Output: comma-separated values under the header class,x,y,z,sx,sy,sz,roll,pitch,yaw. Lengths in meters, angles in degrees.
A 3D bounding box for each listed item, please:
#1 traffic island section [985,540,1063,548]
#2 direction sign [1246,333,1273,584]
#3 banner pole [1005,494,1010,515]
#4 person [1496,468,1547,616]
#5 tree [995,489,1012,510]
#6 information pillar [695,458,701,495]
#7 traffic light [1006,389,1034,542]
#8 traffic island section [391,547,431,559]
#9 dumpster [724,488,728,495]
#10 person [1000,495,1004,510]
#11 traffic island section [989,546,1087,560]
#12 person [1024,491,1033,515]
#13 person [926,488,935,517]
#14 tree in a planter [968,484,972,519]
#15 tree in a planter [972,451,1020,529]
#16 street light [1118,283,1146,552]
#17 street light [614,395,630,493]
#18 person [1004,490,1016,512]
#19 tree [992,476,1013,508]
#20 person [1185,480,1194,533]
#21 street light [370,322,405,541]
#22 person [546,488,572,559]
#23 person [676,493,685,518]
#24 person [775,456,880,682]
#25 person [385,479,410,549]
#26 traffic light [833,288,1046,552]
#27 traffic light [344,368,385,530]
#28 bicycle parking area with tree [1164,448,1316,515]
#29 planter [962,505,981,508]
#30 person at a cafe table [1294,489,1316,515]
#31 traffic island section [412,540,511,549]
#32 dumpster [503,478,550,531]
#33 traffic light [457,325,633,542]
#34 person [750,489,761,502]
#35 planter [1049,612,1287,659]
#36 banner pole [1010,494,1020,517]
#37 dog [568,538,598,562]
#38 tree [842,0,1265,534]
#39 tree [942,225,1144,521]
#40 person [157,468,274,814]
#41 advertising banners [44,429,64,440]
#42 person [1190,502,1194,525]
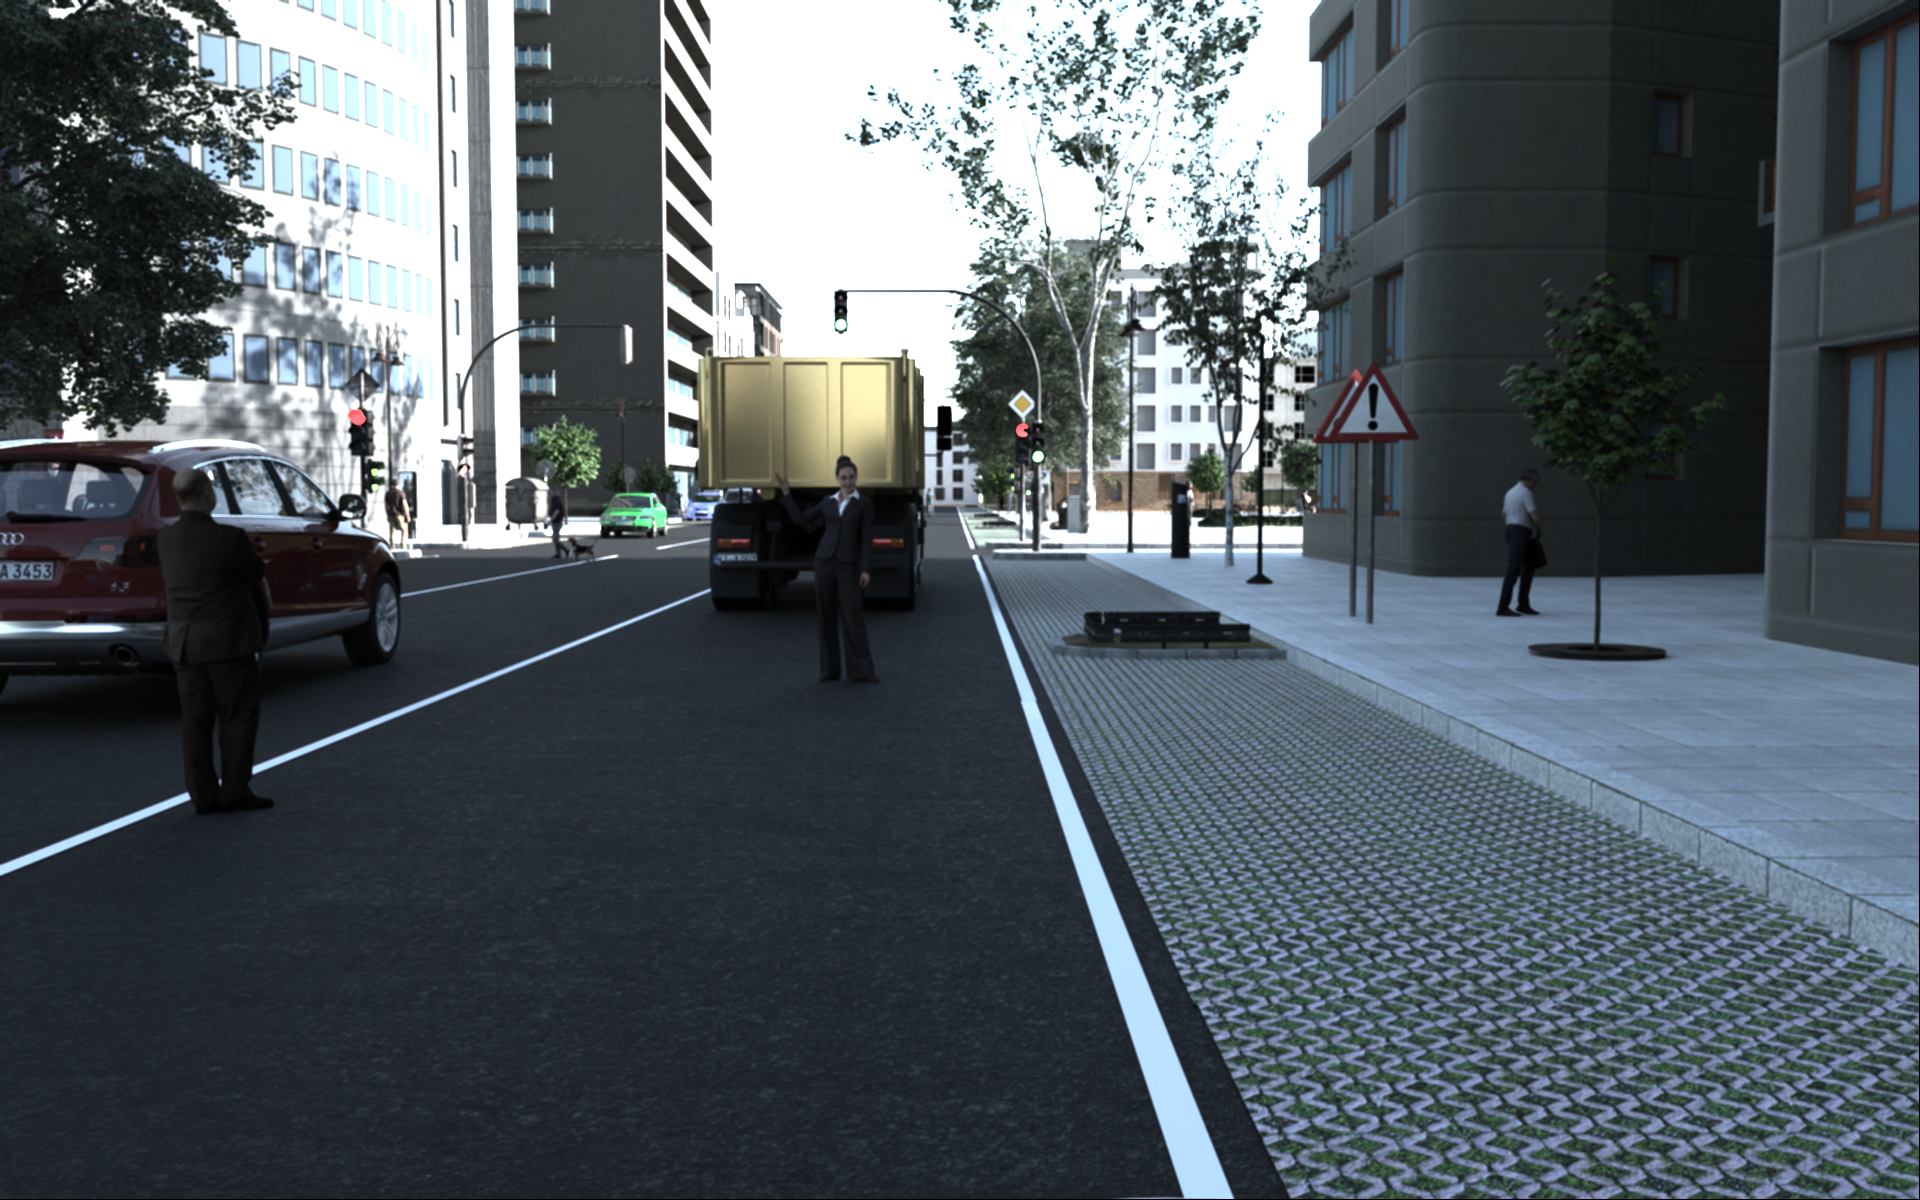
class,x,y,z,sx,sy,sz,roll,pitch,yaw
traffic island section,1.699,-1.495,46.716,2.009,0.180,2.903,0,4,0
direction sign,4.313,-2.008,24.826,0.379,3.537,0.876,1,4,12
banner pole,3.056,-7.155,106.999,0.401,3.779,0.863,1,4,19
person,5.932,-0.616,18.334,0.590,1.554,0.614,0,4,-7
tree,3.328,-8.910,140.275,1.663,3.219,1.824,0,3,0
information pillar,-16.073,-7.027,106.247,0.183,3.616,0.504,-3,5,-41
traffic light,1.659,-3.528,46.602,0.839,4.253,0.868,0,4,0
traffic island section,-13.309,-1.003,38.673,2.009,0.180,2.903,0,4,0
dumpster,-15.697,-7.257,121.138,1.502,2.255,1.985,0,4,0
person,3.327,-7.891,135.782,1.217,1.735,0.721,3,5,41
traffic island section,1.732,-1.006,38.731,2.009,0.180,2.903,0,4,0
person,4.155,-6.148,107.282,0.841,1.734,0.376,1,4,22
person,-1.891,-6.185,109.748,0.598,1.807,0.434,-1,4,-12
tree in a planter,1.467,-6.178,98.229,1.991,3.239,1.994,0,4,0
tree in a planter,1.594,-4.530,71.285,1.991,3.239,1.994,0,4,0
street light,3.755,-3.990,38.022,0.468,5.910,1.993,0,4,0
street light,-15.523,-6.541,79.729,0.468,5.910,1.993,0,4,0
person,3.595,-7.328,125.931,0.705,1.814,1.350,-3,4,-37
tree,3.685,-11.049,164.362,4.285,4.588,4.351,0,3,0
person,7.601,-3.131,57.955,0.376,1.734,0.841,-1,4,-9
street light,-15.406,-4.525,46.776,0.468,5.910,1.993,0,4,0
person,-8.824,-1.674,38.080,0.471,1.553,0.569,1,4,17
person,-15.163,-5.129,93.818,0.340,1.345,0.435,2,4,24
person,-1.017,-0.239,13.207,0.742,1.727,0.445,-1,4,-17
person,-13.653,-2.047,42.101,0.598,1.807,0.434,1,4,22
traffic light,-0.399,-3.902,38.467,4.771,5.953,1.251,0,4,0
traffic light,-13.269,-3.035,38.539,0.839,4.253,0.868,0,4,0
bicycle parking area with tree,17.864,-7.451,108.818,9.016,4.147,8.231,-3,4,-36
planter,1.154,-9.439,175.473,1.991,0.319,1.994,0,4,0
person at a cafe table,17.104,-4.663,84.748,1.622,1.524,1.698,-3,4,-36
traffic island section,-13.342,-1.491,46.658,2.009,0.180,2.903,0,4,0
dumpster,-15.356,-3.399,61.326,1.264,1.857,1.865,0,3,0
traffic light,-11.211,-4.398,46.567,4.771,5.953,1.251,0,4,0
person,-6.432,-2.817,55.267,0.576,1.737,0.504,2,4,26
planter,1.825,0.321,15.890,1.991,0.319,1.994,0,4,0
banner pole,3.176,-6.585,97.678,0.401,3.779,0.863,0,4,1
dog,-7.978,-1.061,36.643,0.540,0.507,0.406,-2,4,-27
tree,3.045,-12.265,56.428,12.611,20.169,13.585,0,3,0
tree,3.845,-10.662,80.986,9.857,13.997,8.962,0,3,0
person,-3.394,0.179,7.850,0.482,1.546,0.388,1,4,16
advertising banners,-25.191,-3.088,46.678,2.074,3.025,0.090,0,4,-7
person,9.407,-3.819,71.181,0.600,1.496,0.574,-3,5,-44
